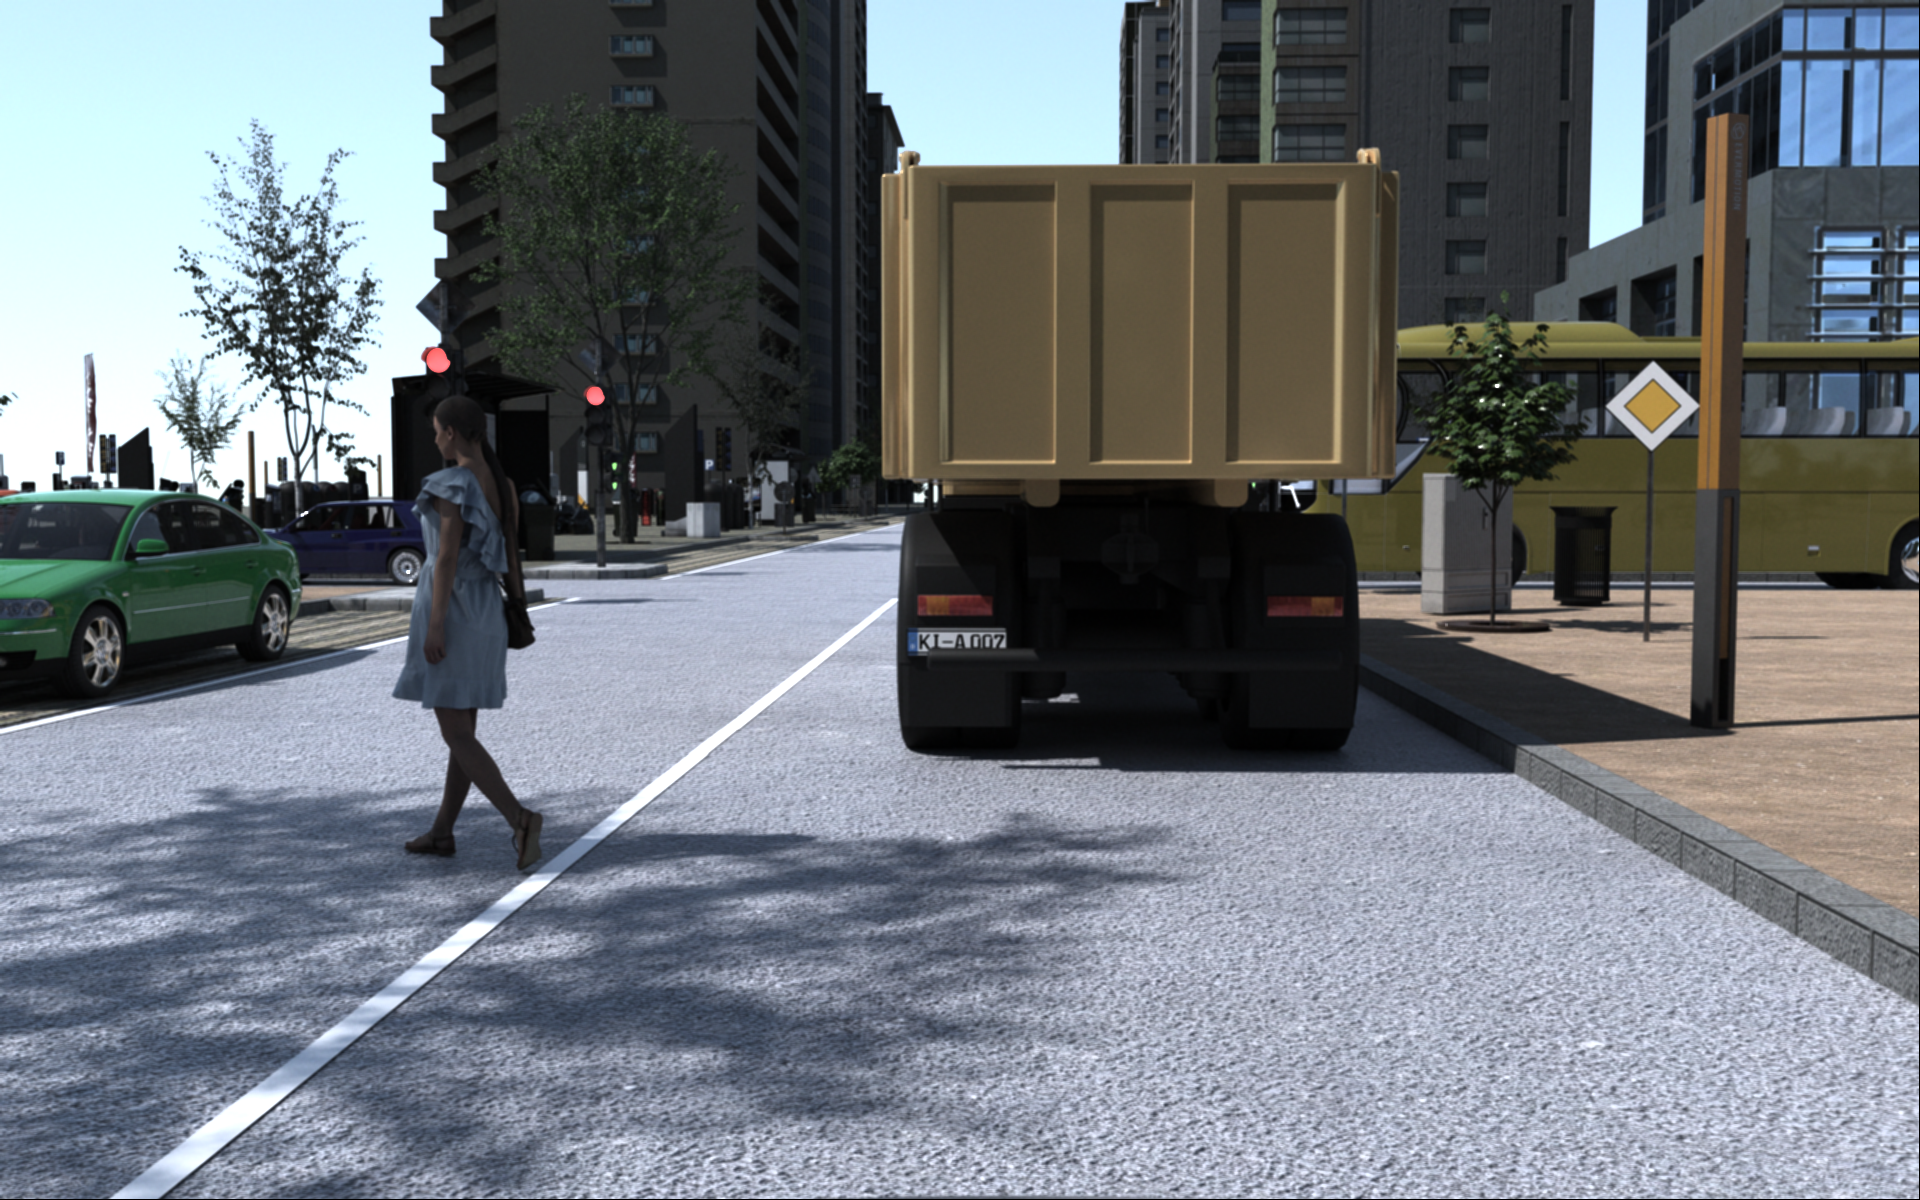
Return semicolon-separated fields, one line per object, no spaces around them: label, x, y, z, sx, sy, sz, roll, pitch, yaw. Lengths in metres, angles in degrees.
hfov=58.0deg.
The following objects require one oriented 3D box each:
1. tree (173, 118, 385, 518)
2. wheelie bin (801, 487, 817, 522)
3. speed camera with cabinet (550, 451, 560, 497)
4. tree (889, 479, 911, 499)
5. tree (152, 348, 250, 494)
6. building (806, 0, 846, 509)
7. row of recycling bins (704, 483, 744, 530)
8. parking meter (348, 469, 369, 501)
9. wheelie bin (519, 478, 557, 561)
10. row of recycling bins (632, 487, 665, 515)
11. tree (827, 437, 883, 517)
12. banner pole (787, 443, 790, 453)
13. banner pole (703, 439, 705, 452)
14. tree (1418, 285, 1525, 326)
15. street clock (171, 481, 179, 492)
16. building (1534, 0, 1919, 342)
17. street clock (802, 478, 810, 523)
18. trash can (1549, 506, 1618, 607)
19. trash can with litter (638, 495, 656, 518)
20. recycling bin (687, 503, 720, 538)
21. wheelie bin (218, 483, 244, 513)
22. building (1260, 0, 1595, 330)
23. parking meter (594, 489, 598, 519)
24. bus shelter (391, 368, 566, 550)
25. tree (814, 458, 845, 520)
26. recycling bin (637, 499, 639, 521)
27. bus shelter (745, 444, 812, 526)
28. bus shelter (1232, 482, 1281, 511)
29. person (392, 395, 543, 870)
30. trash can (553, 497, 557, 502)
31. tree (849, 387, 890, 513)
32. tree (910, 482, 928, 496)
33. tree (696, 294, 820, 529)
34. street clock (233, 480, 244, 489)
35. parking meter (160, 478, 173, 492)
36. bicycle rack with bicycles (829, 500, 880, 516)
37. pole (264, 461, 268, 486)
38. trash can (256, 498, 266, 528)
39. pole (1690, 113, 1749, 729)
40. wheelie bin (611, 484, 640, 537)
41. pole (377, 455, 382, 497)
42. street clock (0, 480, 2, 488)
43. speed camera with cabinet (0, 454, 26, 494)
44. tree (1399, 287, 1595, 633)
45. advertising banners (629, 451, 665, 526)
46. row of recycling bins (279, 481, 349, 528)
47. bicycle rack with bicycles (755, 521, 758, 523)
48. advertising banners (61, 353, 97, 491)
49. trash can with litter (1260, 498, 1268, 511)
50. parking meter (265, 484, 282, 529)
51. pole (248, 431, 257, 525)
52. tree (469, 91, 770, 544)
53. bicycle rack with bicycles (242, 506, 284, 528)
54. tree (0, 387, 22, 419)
tree;-13.161;-5.127;34.184;4.360;8.622;3.978;0;3;0
wheelie bin;-6.943;-4.370;79.357;0.693;1.594;0.980;-1;4;-15
speed camera with cabinet;-18.559;-5.267;80.453;0.660;3.252;2.038;2;4;32
tree;-4.618;-12.326;151.887;4.360;8.622;3.978;0;3;0
tree;-38.798;-8.432;88.221;4.737;8.622;4.395;0;3;0
building;-22.352;-37.604;156.830;21.231;58.520;28.212;0;4;2
row of recycling bins;-8.646;-3.444;63.428;1.069;1.692;3.534;1;4;8
parking meter;-12.868;-1.918;37.074;0.399;1.863;0.255;-1;4;-16
wheelie bin;-8.120;-1.557;33.365;0.693;1.594;0.980;-1;4;-13
row of recycling bins;-18.647;-6.006;105.305;3.534;1.692;1.069;1;4;19
tree;-5.934;-6.900;96.522;4.285;4.588;4.351;0;3;0
banner pole;-8.418;-5.802;84.884;0.401;3.779;0.863;-1;4;-13
banner pole;-11.895;-5.441;78.972;0.863;3.779;0.401;1;4;22
tree;17.212;-6.754;60.788;4.360;8.622;3.978;0;3;0
street clock;-44.564;-5.732;98.285;0.358;2.002;0.471;2;4;25
building;32.003;-44.643;42.584;31.000;86.520;22.319;0;4;2
street clock;-6.801;-4.388;76.309;0.358;2.002;0.471;1;4;9
trash can;7.141;-0.503;19.873;0.748;1.137;0.748;0;3;0
trash can with litter;-16.615;-5.264;97.118;2.233;1.210;1.678;2;4;30
recycling bin;-7.489;-2.326;50.582;0.722;1.027;0.722;2;4;35
wheelie bin;-20.593;-2.511;48.957;0.693;1.594;0.980;-2;4;-23
building;21.236;-24.428;82.987;14.154;41.232;14.086;0;4;2
parking meter;-19.011;-5.050;90.974;0.372;1.533;0.369;0;3;0
bus shelter;-9.741;-2.708;35.553;1.731;3.624;6.357;0;4;2
tree;-6.696;-5.527;84.974;1.663;3.219;1.824;0;3;0
recycling bin;-15.760;-4.270;82.366;0.722;1.027;0.722;-3;4;-38
bus shelter;-7.519;-4.790;72.237;2.014;3.302;5.546;0;4;2
bus shelter;6.557;-2.801;37.083;1.731;3.624;6.357;0;4;2
person;-1.875;0.113;6.747;0.778;1.811;0.616;2;4;32
trash can;-17.514;-3.866;74.860;0.748;1.137;0.748;0;3;0
tree;-5.109;-10.064;114.910;4.737;8.622;4.395;0;3;0
tree;-3.663;-9.892;156.337;1.663;3.219;1.824;0;3;0
tree;-7.396;-6.885;62.925;4.360;8.622;3.978;0;3;0
street clock;-36.193;-5.039;86.952;0.471;2.002;0.358;1;4;11
parking meter;-28.086;-3.401;61.321;0.399;1.863;0.255;-1;4;-22
bicycle rack with bicycles;-6.627;-5.525;103.719;2.925;0.926;2.852;2;4;29
pole;-42.477;-6.863;106.053;0.158;3.312;0.155;0;3;0
trash can;-26.319;-3.295;65.522;0.748;1.137;0.748;0;3;0
pole;4.143;-0.954;9.443;0.158;3.312;0.155;0;3;0
wheelie bin;-10.032;-2.697;52.007;0.693;1.594;0.980;-3;5;-39
pole;-29.918;-5.840;89.327;0.158;3.312;0.155;0;3;0
street clock;-45.941;-4.773;82.603;0.471;2.002;0.358;0;4;4
speed camera with cabinet;-47.087;-5.587;85.679;0.660;3.252;2.038;0;4;6
tree;5.056;-1.323;16.231;1.663;3.219;1.824;0;3;0
advertising banners;-12.669;-4.515;70.002;2.074;3.025;0.090;2;4;29
row of recycling bins;-20.702;-2.972;55.697;1.069;1.692;3.534;1;4;13
bicycle rack with bicycles;-10.127;-3.812;75.708;2.925;0.926;2.852;-2;4;-28
advertising banners;-11.338;-1.597;22.302;0.090;3.025;2.074;-3;4;-37
trash can with litter;5.942;-1.298;32.277;1.678;1.210;2.233;2;4;27
parking meter;-17.080;-2.122;43.100;0.372;1.533;0.369;0;3;0
pole;-22.852;-3.796;55.907;0.158;3.312;0.155;0;3;0
tree;-8.636;-7.265;44.542;9.928;11.665;9.643;0;3;0
bicycle rack with bicycles;-21.351;-2.334;51.538;2.852;0.926;2.925;-2;4;-31
tree;-9.243;-1.232;14.745;1.663;3.219;1.824;0;3;0
